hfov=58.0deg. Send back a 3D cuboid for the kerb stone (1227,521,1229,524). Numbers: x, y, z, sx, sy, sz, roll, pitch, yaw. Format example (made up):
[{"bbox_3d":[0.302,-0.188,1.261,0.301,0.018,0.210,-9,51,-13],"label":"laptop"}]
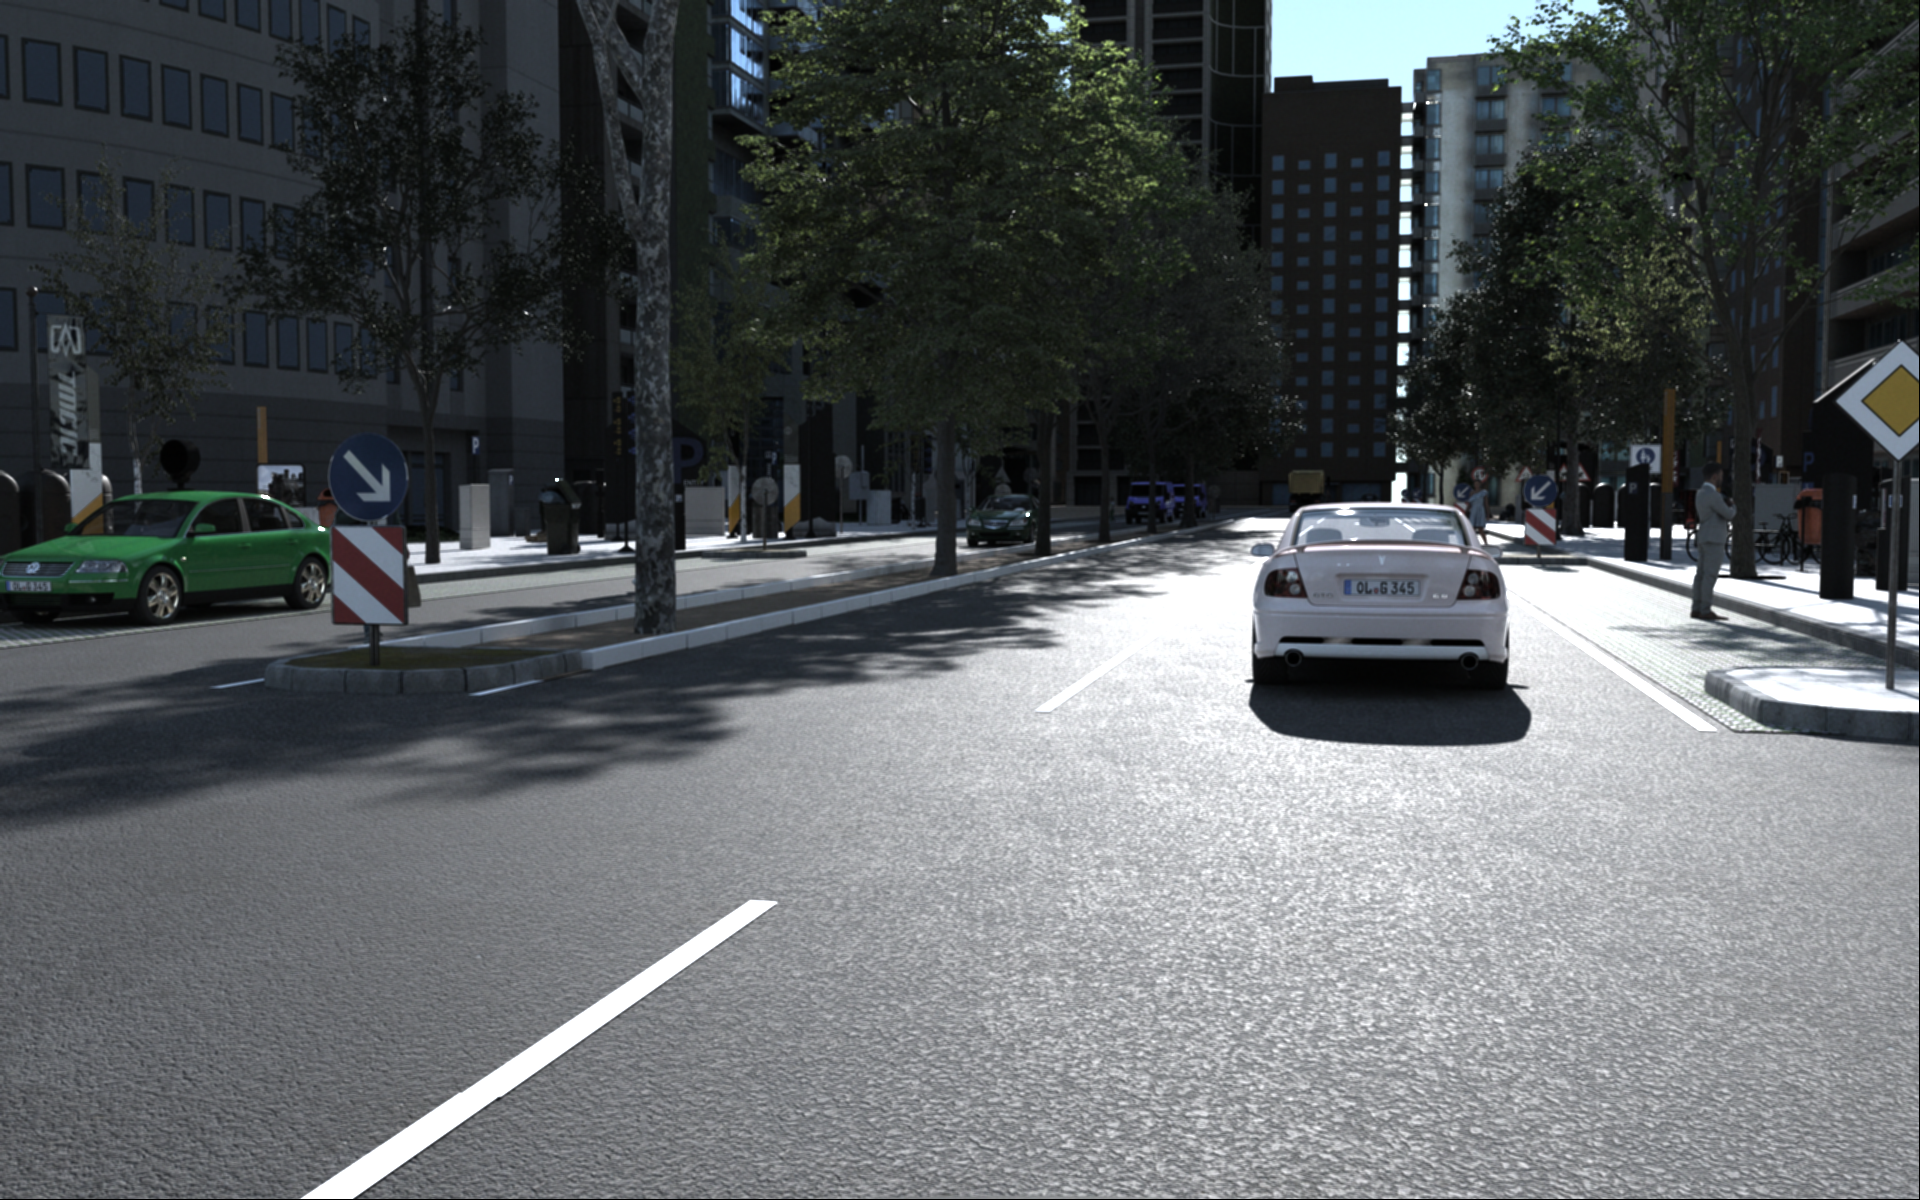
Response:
[{"bbox_3d":[12.283,-3.565,80.479,0.120,0.150,1.000,1,4,13],"label":"kerb stone"}]

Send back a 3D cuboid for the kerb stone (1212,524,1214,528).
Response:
[{"bbox_3d":[10.434,-3.076,72.489,0.120,0.150,1.000,1,4,13],"label":"kerb stone"}]

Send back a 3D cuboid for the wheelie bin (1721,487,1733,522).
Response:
[{"bbox_3d":[35.339,-4.408,79.985,0.980,1.594,0.693,-3,5,-43],"label":"wheelie bin"}]

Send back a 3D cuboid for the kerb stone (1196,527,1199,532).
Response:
[{"bbox_3d":[8.829,-2.645,65.507,0.120,0.150,1.000,1,4,13],"label":"kerb stone"}]

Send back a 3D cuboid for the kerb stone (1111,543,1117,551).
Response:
[{"bbox_3d":[3.760,-1.304,43.535,0.120,0.150,1.000,1,4,13],"label":"kerb stone"}]

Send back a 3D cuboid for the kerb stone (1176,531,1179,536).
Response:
[{"bbox_3d":[7.213,-2.221,58.506,0.120,0.150,1.000,1,4,13],"label":"kerb stone"}]

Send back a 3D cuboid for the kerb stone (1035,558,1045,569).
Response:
[{"bbox_3d":[1.449,-0.692,33.547,0.120,0.150,1.000,1,4,13],"label":"kerb stone"}]

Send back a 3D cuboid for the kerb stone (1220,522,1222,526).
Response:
[{"bbox_3d":[11.365,-3.321,76.488,0.120,0.150,1.000,1,4,13],"label":"kerb stone"}]

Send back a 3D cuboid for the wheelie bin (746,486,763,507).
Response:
[{"bbox_3d":[-8.083,-3.660,67.744,0.693,1.594,0.980,-3,5,-40],"label":"wheelie bin"}]

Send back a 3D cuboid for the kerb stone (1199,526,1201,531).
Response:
[{"bbox_3d":[9.051,-2.710,66.504,0.120,0.150,1.000,1,4,13],"label":"kerb stone"}]

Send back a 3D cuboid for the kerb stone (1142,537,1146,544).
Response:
[{"bbox_3d":[5.133,-1.672,49.529,0.120,0.150,1.000,1,4,13],"label":"kerb stone"}]

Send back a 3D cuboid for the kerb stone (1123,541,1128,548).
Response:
[{"bbox_3d":[4.213,-1.427,45.534,0.120,0.150,1.000,1,4,13],"label":"kerb stone"}]

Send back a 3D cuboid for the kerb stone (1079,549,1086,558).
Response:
[{"bbox_3d":[2.603,-1.000,38.552,0.120,0.150,1.000,1,4,13],"label":"kerb stone"}]

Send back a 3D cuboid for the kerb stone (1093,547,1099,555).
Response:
[{"bbox_3d":[3.065,-1.122,40.547,0.120,0.150,1.000,1,4,13],"label":"kerb stone"}]

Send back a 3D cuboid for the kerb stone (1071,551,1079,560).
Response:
[{"bbox_3d":[2.379,-0.939,37.552,0.120,0.150,1.000,1,4,13],"label":"kerb stone"}]

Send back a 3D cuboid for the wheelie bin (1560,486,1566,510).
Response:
[{"bbox_3d":[24.492,-3.759,69.364,0.980,1.594,0.693,0,4,4],"label":"wheelie bin"}]

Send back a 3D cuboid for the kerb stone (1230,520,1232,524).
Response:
[{"bbox_3d":[12.747,-3.686,82.497,0.120,0.150,1.000,1,4,13],"label":"kerb stone"}]

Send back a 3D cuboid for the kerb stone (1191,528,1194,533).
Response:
[{"bbox_3d":[8.368,-2.527,63.508,0.120,0.150,1.000,1,4,13],"label":"kerb stone"}]

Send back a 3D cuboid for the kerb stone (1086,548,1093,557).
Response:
[{"bbox_3d":[2.841,-1.061,39.547,0.120,0.150,1.000,1,4,13],"label":"kerb stone"}]

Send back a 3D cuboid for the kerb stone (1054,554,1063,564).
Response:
[{"bbox_3d":[1.918,-0.815,35.540,0.120,0.150,1.000,1,4,13],"label":"kerb stone"}]

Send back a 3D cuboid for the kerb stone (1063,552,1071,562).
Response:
[{"bbox_3d":[2.143,-0.878,36.558,0.120,0.150,1.000,1,4,13],"label":"kerb stone"}]

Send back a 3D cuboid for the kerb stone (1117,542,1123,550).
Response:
[{"bbox_3d":[3.991,-1.365,44.535,0.120,0.150,1.000,1,4,13],"label":"kerb stone"}]

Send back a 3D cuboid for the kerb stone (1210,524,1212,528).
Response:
[{"bbox_3d":[10.206,-3.013,71.492,0.120,0.150,1.000,1,4,13],"label":"kerb stone"}]

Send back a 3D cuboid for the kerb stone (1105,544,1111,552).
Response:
[{"bbox_3d":[3.522,-1.244,42.541,0.120,0.150,1.000,1,4,13],"label":"kerb stone"}]

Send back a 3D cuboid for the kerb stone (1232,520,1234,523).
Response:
[{"bbox_3d":[12.970,-3.749,83.498,0.120,0.150,1.000,1,4,13],"label":"kerb stone"}]

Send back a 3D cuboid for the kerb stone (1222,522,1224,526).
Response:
[{"bbox_3d":[11.595,-3.382,77.490,0.120,0.150,1.000,1,4,13],"label":"kerb stone"}]

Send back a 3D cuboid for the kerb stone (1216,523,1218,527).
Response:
[{"bbox_3d":[10.895,-3.198,74.487,0.120,0.150,1.000,1,4,13],"label":"kerb stone"}]

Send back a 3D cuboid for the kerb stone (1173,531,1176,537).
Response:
[{"bbox_3d":[6.983,-2.160,57.510,0.120,0.150,1.000,1,4,13],"label":"kerb stone"}]

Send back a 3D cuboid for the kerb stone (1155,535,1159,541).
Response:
[{"bbox_3d":[5.834,-1.852,52.520,0.120,0.150,1.000,1,4,13],"label":"kerb stone"}]

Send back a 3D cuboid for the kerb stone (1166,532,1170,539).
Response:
[{"bbox_3d":[6.525,-2.038,55.514,0.120,0.150,1.000,1,4,13],"label":"kerb stone"}]

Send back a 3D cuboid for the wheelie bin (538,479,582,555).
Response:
[{"bbox_3d":[-8.470,-1.765,36.766,0.693,1.594,0.980,0,4,7],"label":"wheelie bin"}]

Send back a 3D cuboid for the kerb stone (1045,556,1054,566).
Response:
[{"bbox_3d":[1.680,-0.755,34.542,0.120,0.150,1.000,1,4,13],"label":"kerb stone"}]

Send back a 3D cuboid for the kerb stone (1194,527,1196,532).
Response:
[{"bbox_3d":[8.598,-2.588,64.510,0.120,0.150,1.000,1,4,13],"label":"kerb stone"}]

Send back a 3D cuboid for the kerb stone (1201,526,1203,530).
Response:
[{"bbox_3d":[9.286,-2.770,67.499,0.120,0.150,1.000,1,4,13],"label":"kerb stone"}]

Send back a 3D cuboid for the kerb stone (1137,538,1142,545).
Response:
[{"bbox_3d":[4.908,-1.610,48.526,0.120,0.150,1.000,1,4,13],"label":"kerb stone"}]

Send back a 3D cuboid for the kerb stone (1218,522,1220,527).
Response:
[{"bbox_3d":[11.134,-3.256,75.485,0.120,0.150,1.000,1,4,13],"label":"kerb stone"}]

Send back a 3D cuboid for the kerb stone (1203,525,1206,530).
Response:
[{"bbox_3d":[9.518,-2.832,68.496,0.120,0.150,1.000,1,4,13],"label":"kerb stone"}]

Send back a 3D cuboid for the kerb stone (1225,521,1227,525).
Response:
[{"bbox_3d":[12.053,-3.504,79.483,0.120,0.150,1.000,1,4,13],"label":"kerb stone"}]

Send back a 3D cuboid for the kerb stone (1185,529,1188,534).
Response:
[{"bbox_3d":[7.897,-2.400,61.502,0.120,0.150,1.000,1,4,13],"label":"kerb stone"}]

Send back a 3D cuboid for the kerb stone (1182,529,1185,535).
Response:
[{"bbox_3d":[7.675,-2.335,60.499,0.120,0.150,1.000,1,4,13],"label":"kerb stone"}]

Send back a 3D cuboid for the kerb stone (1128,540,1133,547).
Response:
[{"bbox_3d":[4.447,-1.488,46.529,0.120,0.150,1.000,1,4,13],"label":"kerb stone"}]

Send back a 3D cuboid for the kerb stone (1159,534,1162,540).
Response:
[{"bbox_3d":[6.058,-1.916,53.518,0.120,0.150,1.000,1,4,13],"label":"kerb stone"}]

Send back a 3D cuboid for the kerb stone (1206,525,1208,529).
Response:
[{"bbox_3d":[9.749,-2.888,69.492,0.120,0.150,1.000,1,4,13],"label":"kerb stone"}]

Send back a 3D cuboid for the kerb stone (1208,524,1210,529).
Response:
[{"bbox_3d":[9.980,-2.951,70.493,0.120,0.150,1.000,1,4,13],"label":"kerb stone"}]

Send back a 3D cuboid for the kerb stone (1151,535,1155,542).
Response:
[{"bbox_3d":[5.606,-1.794,51.523,0.120,0.150,1.000,1,4,13],"label":"kerb stone"}]

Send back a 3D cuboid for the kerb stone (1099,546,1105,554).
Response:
[{"bbox_3d":[3.290,-1.183,41.545,0.120,0.150,1.000,1,4,13],"label":"kerb stone"}]

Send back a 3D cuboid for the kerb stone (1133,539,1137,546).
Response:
[{"bbox_3d":[4.677,-1.549,47.526,0.120,0.150,1.000,1,4,13],"label":"kerb stone"}]

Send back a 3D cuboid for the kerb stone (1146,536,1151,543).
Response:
[{"bbox_3d":[5.371,-1.727,50.529,0.120,0.150,1.000,1,4,13],"label":"kerb stone"}]

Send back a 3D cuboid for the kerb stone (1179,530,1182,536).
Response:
[{"bbox_3d":[7.446,-2.282,59.501,0.120,0.150,1.000,1,4,13],"label":"kerb stone"}]

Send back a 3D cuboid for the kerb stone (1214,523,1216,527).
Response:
[{"bbox_3d":[10.663,-3.137,73.491,0.120,0.150,1.000,1,4,13],"label":"kerb stone"}]

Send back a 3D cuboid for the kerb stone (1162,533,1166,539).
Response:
[{"bbox_3d":[6.292,-1.974,54.519,0.120,0.150,1.000,1,4,13],"label":"kerb stone"}]

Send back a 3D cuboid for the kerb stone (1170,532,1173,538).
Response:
[{"bbox_3d":[6.753,-2.097,56.514,0.120,0.150,1.000,1,4,13],"label":"kerb stone"}]

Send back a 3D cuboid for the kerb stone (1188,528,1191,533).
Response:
[{"bbox_3d":[8.133,-2.465,62.505,0.120,0.150,1.000,1,4,13],"label":"kerb stone"}]
